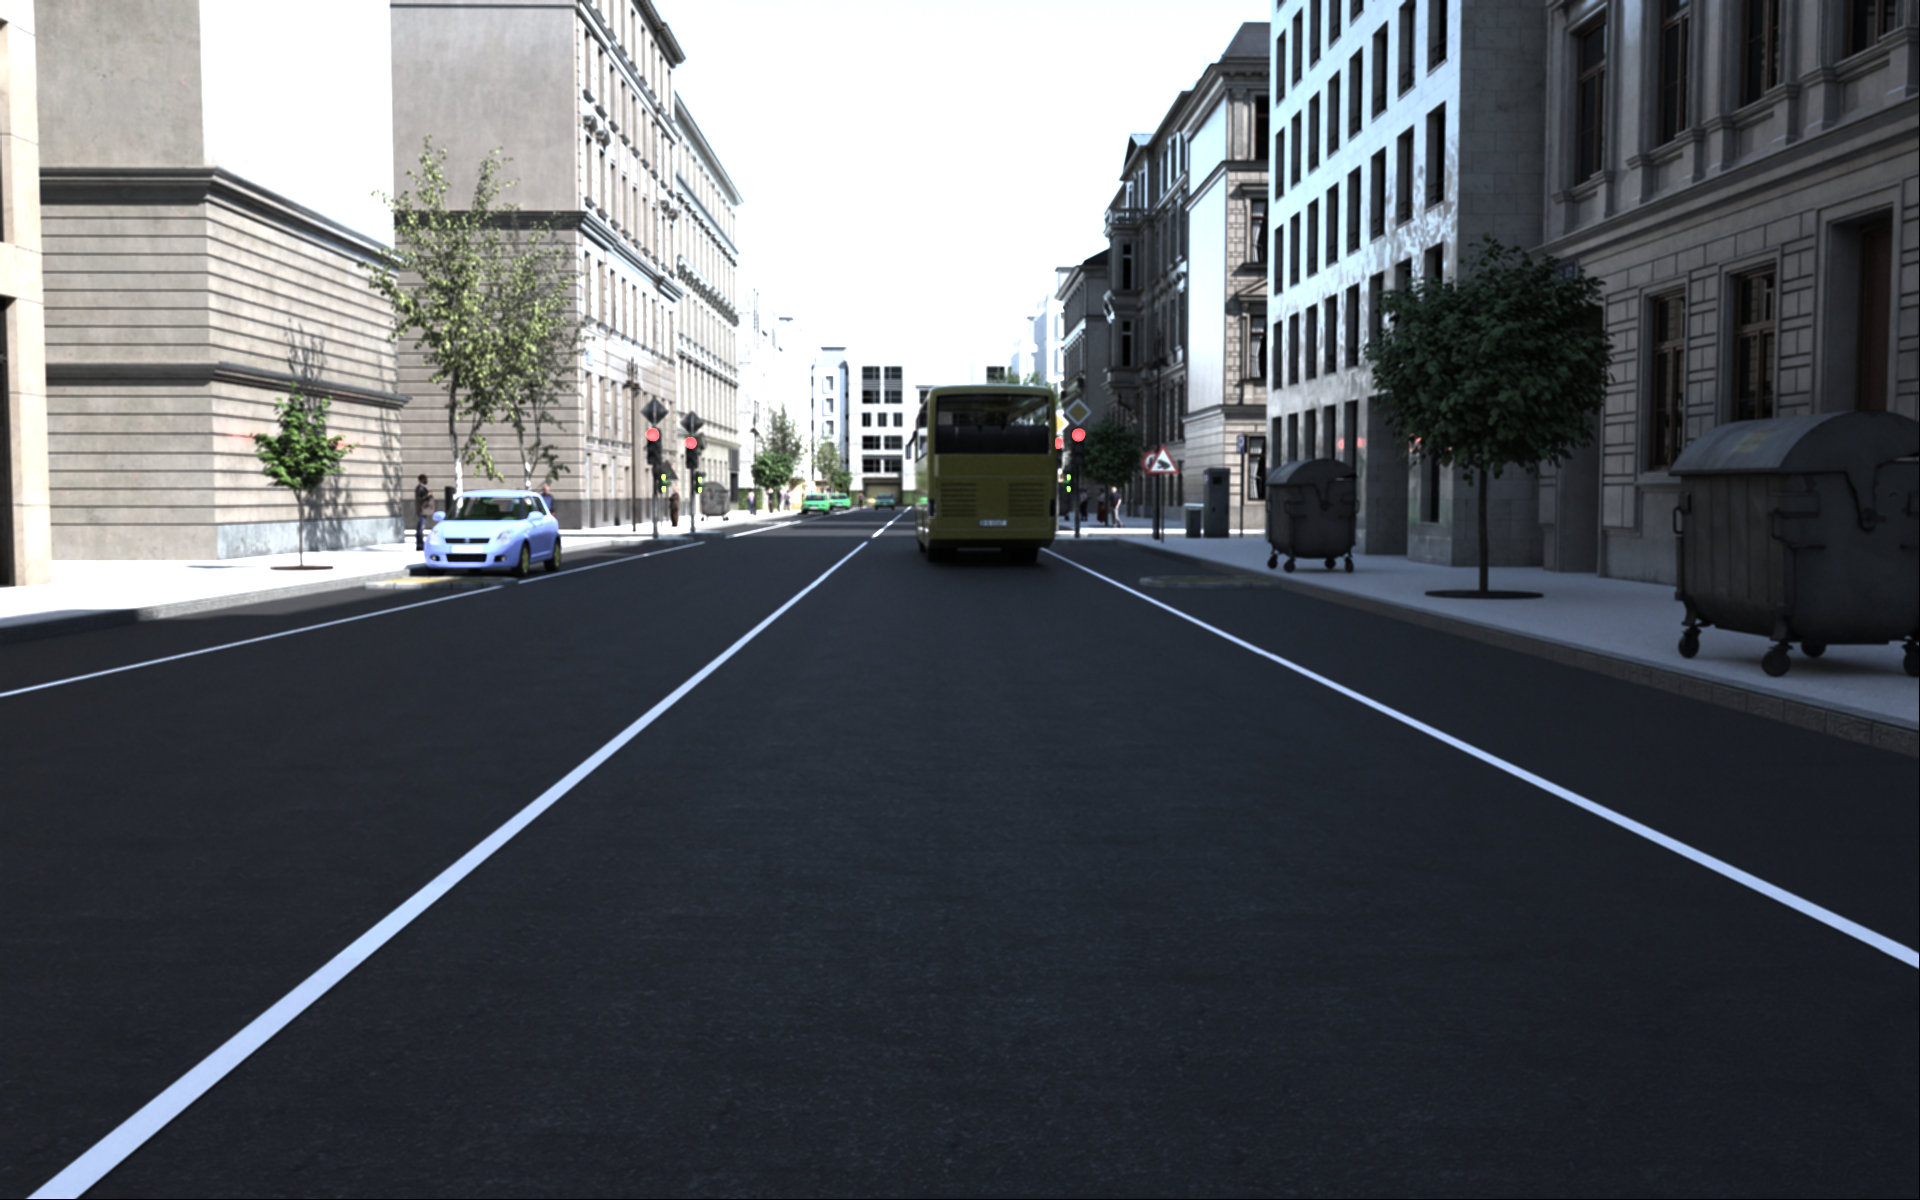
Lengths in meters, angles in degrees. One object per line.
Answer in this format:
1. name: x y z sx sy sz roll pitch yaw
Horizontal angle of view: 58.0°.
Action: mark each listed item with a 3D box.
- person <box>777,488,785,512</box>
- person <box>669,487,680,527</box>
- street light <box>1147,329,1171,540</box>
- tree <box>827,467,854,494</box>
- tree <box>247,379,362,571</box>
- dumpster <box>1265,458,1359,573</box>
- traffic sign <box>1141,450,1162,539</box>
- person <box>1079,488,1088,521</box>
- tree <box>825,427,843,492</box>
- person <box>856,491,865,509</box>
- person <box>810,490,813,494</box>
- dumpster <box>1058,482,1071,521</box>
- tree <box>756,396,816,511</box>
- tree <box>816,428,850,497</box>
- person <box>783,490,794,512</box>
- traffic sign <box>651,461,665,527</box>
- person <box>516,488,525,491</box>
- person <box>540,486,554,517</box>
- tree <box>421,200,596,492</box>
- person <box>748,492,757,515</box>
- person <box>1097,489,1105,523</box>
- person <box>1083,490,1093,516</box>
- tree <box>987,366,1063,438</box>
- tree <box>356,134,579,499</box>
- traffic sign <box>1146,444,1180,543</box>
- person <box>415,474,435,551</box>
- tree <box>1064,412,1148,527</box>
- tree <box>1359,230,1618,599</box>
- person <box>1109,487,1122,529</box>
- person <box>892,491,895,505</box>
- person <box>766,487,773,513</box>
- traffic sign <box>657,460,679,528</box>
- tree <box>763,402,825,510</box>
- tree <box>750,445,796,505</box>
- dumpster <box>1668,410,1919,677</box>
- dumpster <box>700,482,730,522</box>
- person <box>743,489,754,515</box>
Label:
1. person: -12.749 -7.141 123.239 0.568 1.767 0.683 -2 4 -24
2. person: -11.044 -3.587 66.955 0.388 1.546 0.482 -2 4 -31
3. street light: 5.553 -4.630 48.483 0.468 5.910 1.993 0 4 -1
4. tree: -13.772 -13.128 198.349 4.285 4.588 4.351 0 3 0
5. tree: -11.327 -2.134 29.490 1.663 3.219 1.824 0 3 0
6. dumpster: 5.873 -1.416 28.910 1.264 1.857 1.865 0 4 -1
7. traffic sign: 5.585 -3.037 49.756 0.768 2.556 0.104 0 4 5
8. person: 5.835 -4.515 82.074 0.590 1.554 0.614 -2 4 -24
9. tree: -13.956 -13.923 177.995 4.737 8.622 4.395 0 3 0
10. person: -9.643 -9.784 169.155 1.217 1.739 0.721 -3 4 -38
11. person: -14.877 -10.285 174.914 0.721 1.735 1.217 -2 4 -32
12. dumpster: 4.708 -4.758 83.551 1.264 1.857 1.865 0 4 -1
13. tree: -13.225 -10.844 127.656 4.360 8.622 3.978 0 3 0
14. tree: -14.163 -14.730 191.195 4.360 8.622 3.978 0 3 0
15. person: -12.394 -7.125 124.487 0.963 1.587 0.435 1 4 13
16. traffic sign: -11.637 -4.119 67.457 0.768 2.556 0.104 0 4 3
17. person: -9.096 -1.530 35.731 0.429 1.552 0.499 -1 4 -21
18. person: -10.756 -2.202 44.742 0.574 1.496 0.600 -1 4 -19
19. tree: -10.944 -5.674 43.139 4.360 8.622 3.978 0 3 0
20. person: -12.915 -6.079 108.125 0.574 1.496 0.600 1 4 9
21. person: 6.385 -4.227 77.617 0.523 1.526 0.387 3 5 41
22. person: 7.309 -5.567 99.438 0.546 1.535 0.453 0 4 -7
23. tree: 4.830 -13.079 139.588 9.928 11.665 9.643 0 3 0
24. tree: -10.365 -5.267 36.470 4.737 8.622 4.395 0 3 0
25. traffic sign: 5.314 -2.776 45.394 0.884 2.594 0.081 0 4 5
26. person: -12.077 -1.972 39.099 0.431 1.722 0.655 -1 4 -15
27. tree: 5.865 -5.165 68.163 4.285 4.588 4.351 0 3 0
28. tree: 6.672 -2.329 21.787 4.285 4.588 4.351 0 3 0
29. person: 5.770 -3.396 63.780 0.471 1.553 0.569 -1 4 -15
30. person: -7.384 -10.972 188.344 0.568 1.767 0.683 3 5 40
31. person: -12.660 -6.605 114.830 0.742 1.727 0.445 2 4 33
32. traffic sign: -11.035 -3.992 65.280 0.884 2.594 0.081 0 4 8
33. tree: -13.379 -11.338 135.735 4.737 8.622 4.395 0 3 0
34. tree: -12.518 -8.059 115.486 4.285 4.588 4.351 0 3 0
35. dumpster: 6.226 -0.431 12.813 1.264 1.857 1.865 0 4 -1
36. dumpster: -11.491 -4.610 81.128 1.264 1.857 1.865 0 4 -1
37. person: -12.830 -6.014 106.324 0.435 1.587 0.963 3 5 41
